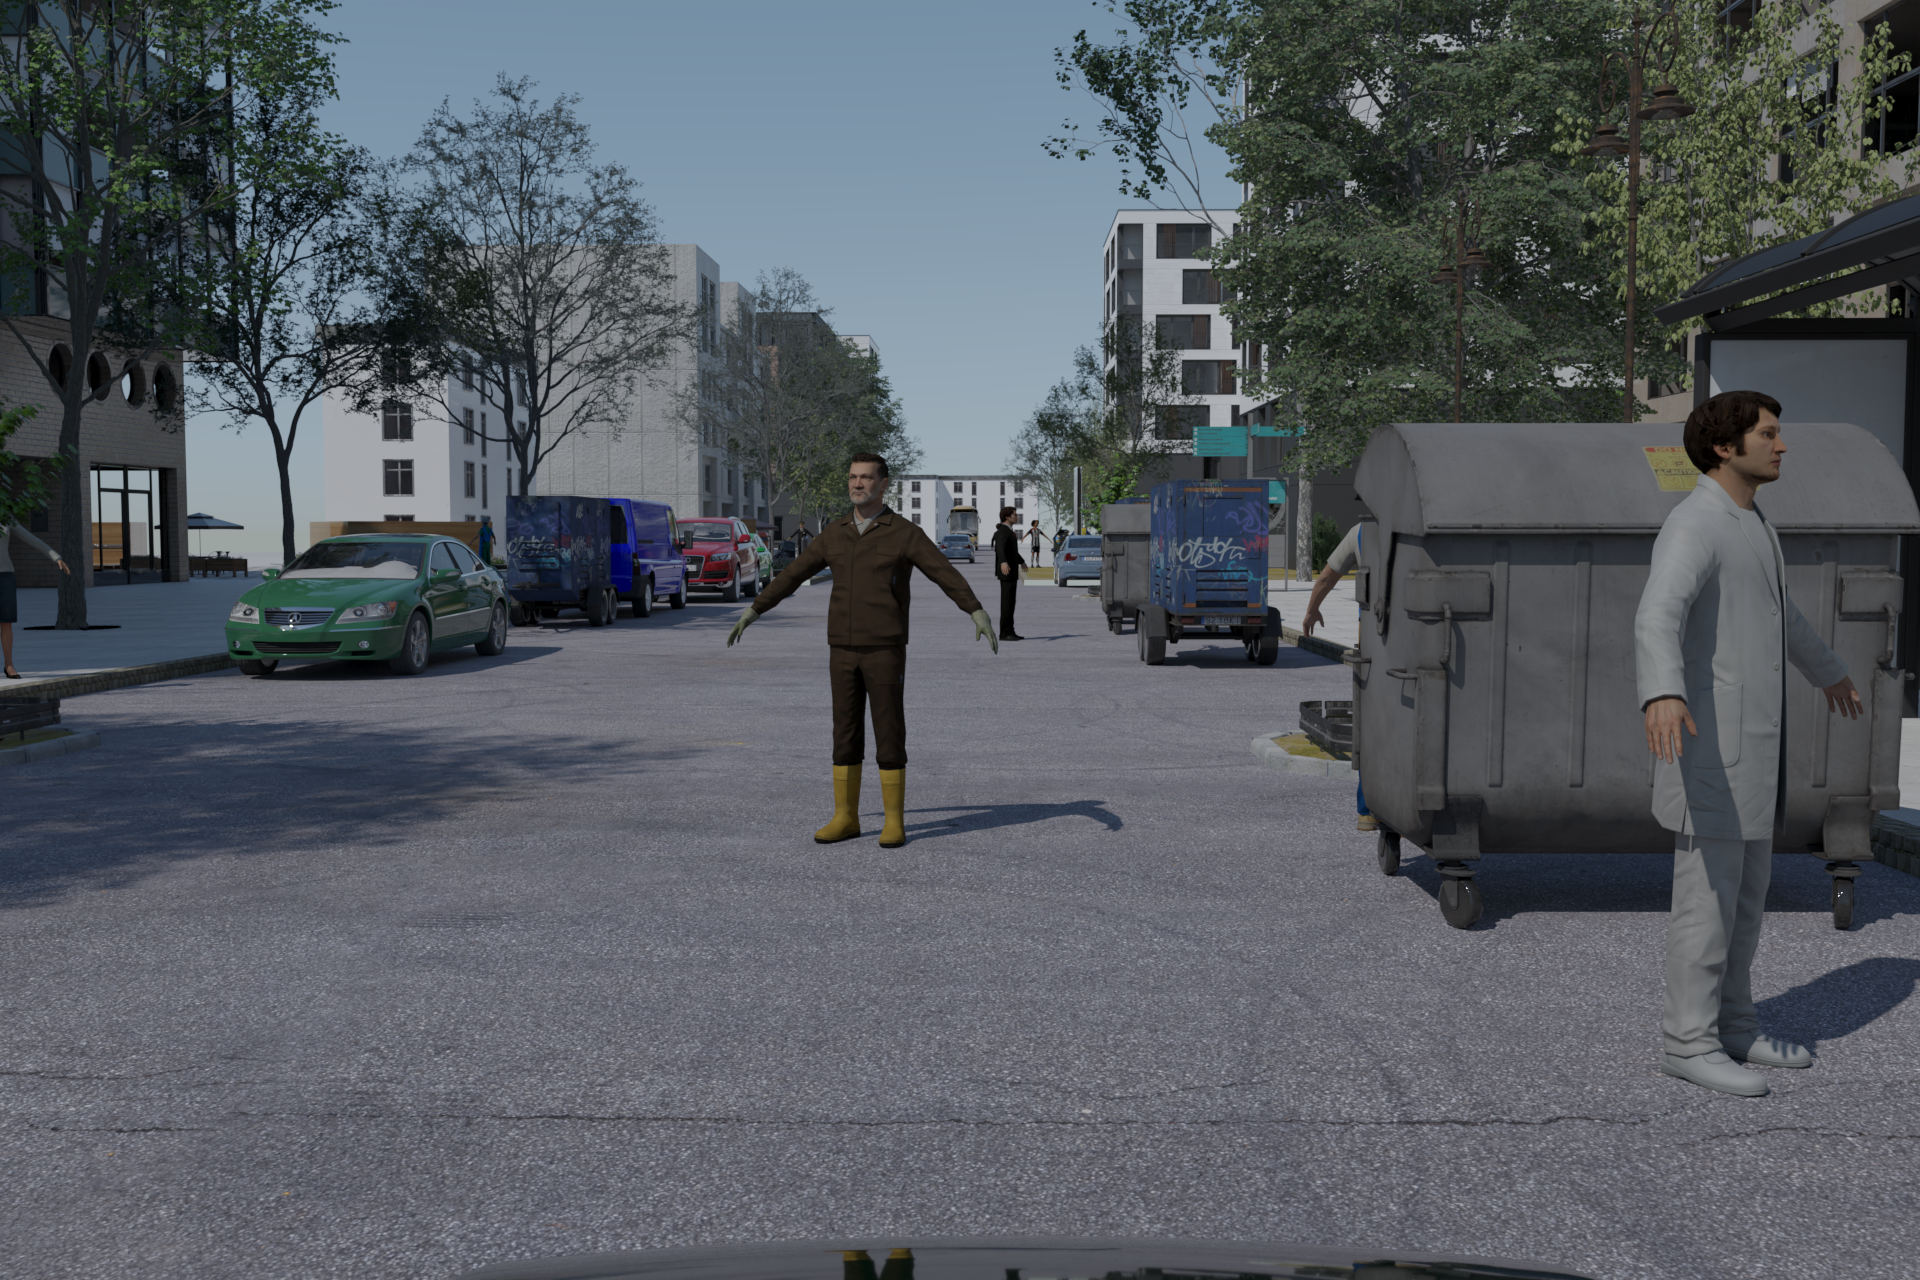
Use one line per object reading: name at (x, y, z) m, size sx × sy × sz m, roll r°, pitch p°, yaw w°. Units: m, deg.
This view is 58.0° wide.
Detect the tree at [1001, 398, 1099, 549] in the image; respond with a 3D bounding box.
tree at (8.625, -14.883, 153.698) m, size 12.009 × 13.543 × 11.850 m, roll 0°, pitch 3°, yaw 0°

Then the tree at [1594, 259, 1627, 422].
tree at (23.734, -7.856, 54.209) m, size 9.928 × 11.665 × 9.643 m, roll 0°, pitch 3°, yaw 0°

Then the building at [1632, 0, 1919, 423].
building at (27.408, -13.817, 29.106) m, size 19.350 × 26.588 × 34.151 m, roll 0°, pitch 4°, yaw 1°

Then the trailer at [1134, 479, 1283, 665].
trailer at (2.744, -0.789, 19.944) m, size 1.471 × 1.999 × 3.904 m, roll 0°, pitch 4°, yaw 0°

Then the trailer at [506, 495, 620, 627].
trailer at (-6.216, -1.181, 26.358) m, size 1.471 × 1.999 × 3.904 m, roll 0°, pitch 4°, yaw 1°

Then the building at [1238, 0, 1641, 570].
building at (26.007, -14.217, 76.427) m, size 27.936 × 21.610 × 32.646 m, roll 0°, pitch 4°, yaw 1°

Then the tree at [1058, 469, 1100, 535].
tree at (17.965, -20.700, 245.102) m, size 9.857 × 13.997 × 8.962 m, roll 0°, pitch 3°, yaw 0°

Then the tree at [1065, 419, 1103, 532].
tree at (7.629, -9.452, 104.908) m, size 4.360 × 8.622 × 3.978 m, roll 0°, pitch 3°, yaw 0°

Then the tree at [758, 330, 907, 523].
tree at (-8.091, -12.426, 109.822) m, size 9.857 × 13.997 × 8.962 m, roll 0°, pitch 3°, yaw 0°

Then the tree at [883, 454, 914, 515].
tree at (-6.835, -12.448, 153.886) m, size 4.360 × 8.622 × 3.978 m, roll 0°, pitch 3°, yaw 0°

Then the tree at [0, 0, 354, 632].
tree at (-11.783, -5.944, 22.936) m, size 9.928 × 11.665 × 9.643 m, roll 0°, pitch 3°, yaw 0°

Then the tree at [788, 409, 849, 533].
tree at (-7.803, -8.990, 97.343) m, size 4.737 × 8.622 × 4.395 m, roll 0°, pitch 3°, yaw 0°

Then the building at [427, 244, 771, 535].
building at (-23.900, -15.620, 121.850) m, size 16.747 × 18.905 × 31.486 m, roll 0°, pitch 4°, yaw 2°

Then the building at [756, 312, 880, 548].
building at (-23.272, -20.309, 176.034) m, size 27.936 × 21.610 × 32.646 m, roll 0°, pitch 4°, yaw 2°

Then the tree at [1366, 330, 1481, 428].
tree at (15.801, -6.598, 58.243) m, size 4.737 × 8.622 × 4.395 m, roll 0°, pitch 3°, yaw 0°

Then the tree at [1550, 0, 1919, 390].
tree at (8.702, -4.214, 19.263) m, size 4.737 × 8.622 × 4.395 m, roll 0°, pitch 3°, yaw 0°

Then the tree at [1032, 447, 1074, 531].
tree at (7.898, -11.572, 139.558) m, size 4.360 × 8.622 × 3.978 m, roll 0°, pitch 3°, yaw 0°

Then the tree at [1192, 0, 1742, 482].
tree at (8.695, -7.575, 30.509) m, size 9.857 × 13.997 × 8.962 m, roll 0°, pitch 3°, yaw 0°

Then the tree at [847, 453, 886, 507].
tree at (-7.666, -11.630, 140.518) m, size 4.737 × 8.622 × 4.395 m, roll 0°, pitch 3°, yaw 0°

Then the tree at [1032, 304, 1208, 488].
tree at (6.610, -8.379, 71.405) m, size 8.767 × 10.594 × 7.601 m, roll 2°, pitch 4°, yaw 27°

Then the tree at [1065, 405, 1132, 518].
tree at (7.732, -9.115, 99.389) m, size 4.360 × 8.622 × 3.978 m, roll 0°, pitch 3°, yaw 0°

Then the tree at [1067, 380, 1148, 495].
tree at (7.359, -8.037, 81.759) m, size 4.360 × 8.622 × 3.978 m, roll 0°, pitch 3°, yaw 0°

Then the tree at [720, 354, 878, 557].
tree at (-8.493, -9.558, 90.683) m, size 8.767 × 10.594 × 7.601 m, roll 0°, pitch 4°, yaw -1°

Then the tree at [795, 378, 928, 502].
tree at (-7.394, -13.454, 130.345) m, size 12.009 × 13.543 × 11.850 m, roll 0°, pitch 3°, yaw 0°

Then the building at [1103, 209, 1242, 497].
building at (24.122, -17.209, 125.339) m, size 27.936 × 21.610 × 32.646 m, roll 0°, pitch 4°, yaw 1°

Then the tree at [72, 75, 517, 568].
tree at (-12.699, -6.018, 32.810) m, size 8.767 × 10.594 × 7.601 m, roll -1°, pitch 4°, yaw -15°

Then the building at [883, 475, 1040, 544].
building at (-2.863, -18.323, 244.185) m, size 28.070 × 9.664 × 9.099 m, roll 0°, pitch 4°, yaw 7°

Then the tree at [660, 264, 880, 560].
tree at (-8.453, -10.273, 78.330) m, size 12.009 × 13.543 × 11.850 m, roll 0°, pitch 3°, yaw 0°

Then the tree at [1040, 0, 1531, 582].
tree at (8.392, -11.560, 44.901) m, size 12.611 × 20.169 × 13.585 m, roll 0°, pitch 3°, yaw 0°

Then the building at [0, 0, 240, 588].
building at (-30.526, -13.470, 26.812) m, size 21.656 × 26.213 × 47.522 m, roll 0°, pitch 4°, yaw 0°

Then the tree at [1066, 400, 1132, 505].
tree at (7.732, -8.723, 92.978) m, size 4.737 × 8.622 × 4.395 m, roll 0°, pitch 3°, yaw 0°

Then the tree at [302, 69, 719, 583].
tree at (-11.500, -8.271, 45.608) m, size 12.009 × 13.543 × 11.850 m, roll 0°, pitch 3°, yaw 0°

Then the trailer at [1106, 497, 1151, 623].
trailer at (3.102, -1.319, 28.615) m, size 1.471 × 1.999 × 3.904 m, roll 0°, pitch 4°, yaw 0°

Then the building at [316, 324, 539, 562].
building at (-24.815, -8.644, 83.484) m, size 9.099 × 9.664 × 28.070 m, roll 0°, pitch 4°, yaw 1°
